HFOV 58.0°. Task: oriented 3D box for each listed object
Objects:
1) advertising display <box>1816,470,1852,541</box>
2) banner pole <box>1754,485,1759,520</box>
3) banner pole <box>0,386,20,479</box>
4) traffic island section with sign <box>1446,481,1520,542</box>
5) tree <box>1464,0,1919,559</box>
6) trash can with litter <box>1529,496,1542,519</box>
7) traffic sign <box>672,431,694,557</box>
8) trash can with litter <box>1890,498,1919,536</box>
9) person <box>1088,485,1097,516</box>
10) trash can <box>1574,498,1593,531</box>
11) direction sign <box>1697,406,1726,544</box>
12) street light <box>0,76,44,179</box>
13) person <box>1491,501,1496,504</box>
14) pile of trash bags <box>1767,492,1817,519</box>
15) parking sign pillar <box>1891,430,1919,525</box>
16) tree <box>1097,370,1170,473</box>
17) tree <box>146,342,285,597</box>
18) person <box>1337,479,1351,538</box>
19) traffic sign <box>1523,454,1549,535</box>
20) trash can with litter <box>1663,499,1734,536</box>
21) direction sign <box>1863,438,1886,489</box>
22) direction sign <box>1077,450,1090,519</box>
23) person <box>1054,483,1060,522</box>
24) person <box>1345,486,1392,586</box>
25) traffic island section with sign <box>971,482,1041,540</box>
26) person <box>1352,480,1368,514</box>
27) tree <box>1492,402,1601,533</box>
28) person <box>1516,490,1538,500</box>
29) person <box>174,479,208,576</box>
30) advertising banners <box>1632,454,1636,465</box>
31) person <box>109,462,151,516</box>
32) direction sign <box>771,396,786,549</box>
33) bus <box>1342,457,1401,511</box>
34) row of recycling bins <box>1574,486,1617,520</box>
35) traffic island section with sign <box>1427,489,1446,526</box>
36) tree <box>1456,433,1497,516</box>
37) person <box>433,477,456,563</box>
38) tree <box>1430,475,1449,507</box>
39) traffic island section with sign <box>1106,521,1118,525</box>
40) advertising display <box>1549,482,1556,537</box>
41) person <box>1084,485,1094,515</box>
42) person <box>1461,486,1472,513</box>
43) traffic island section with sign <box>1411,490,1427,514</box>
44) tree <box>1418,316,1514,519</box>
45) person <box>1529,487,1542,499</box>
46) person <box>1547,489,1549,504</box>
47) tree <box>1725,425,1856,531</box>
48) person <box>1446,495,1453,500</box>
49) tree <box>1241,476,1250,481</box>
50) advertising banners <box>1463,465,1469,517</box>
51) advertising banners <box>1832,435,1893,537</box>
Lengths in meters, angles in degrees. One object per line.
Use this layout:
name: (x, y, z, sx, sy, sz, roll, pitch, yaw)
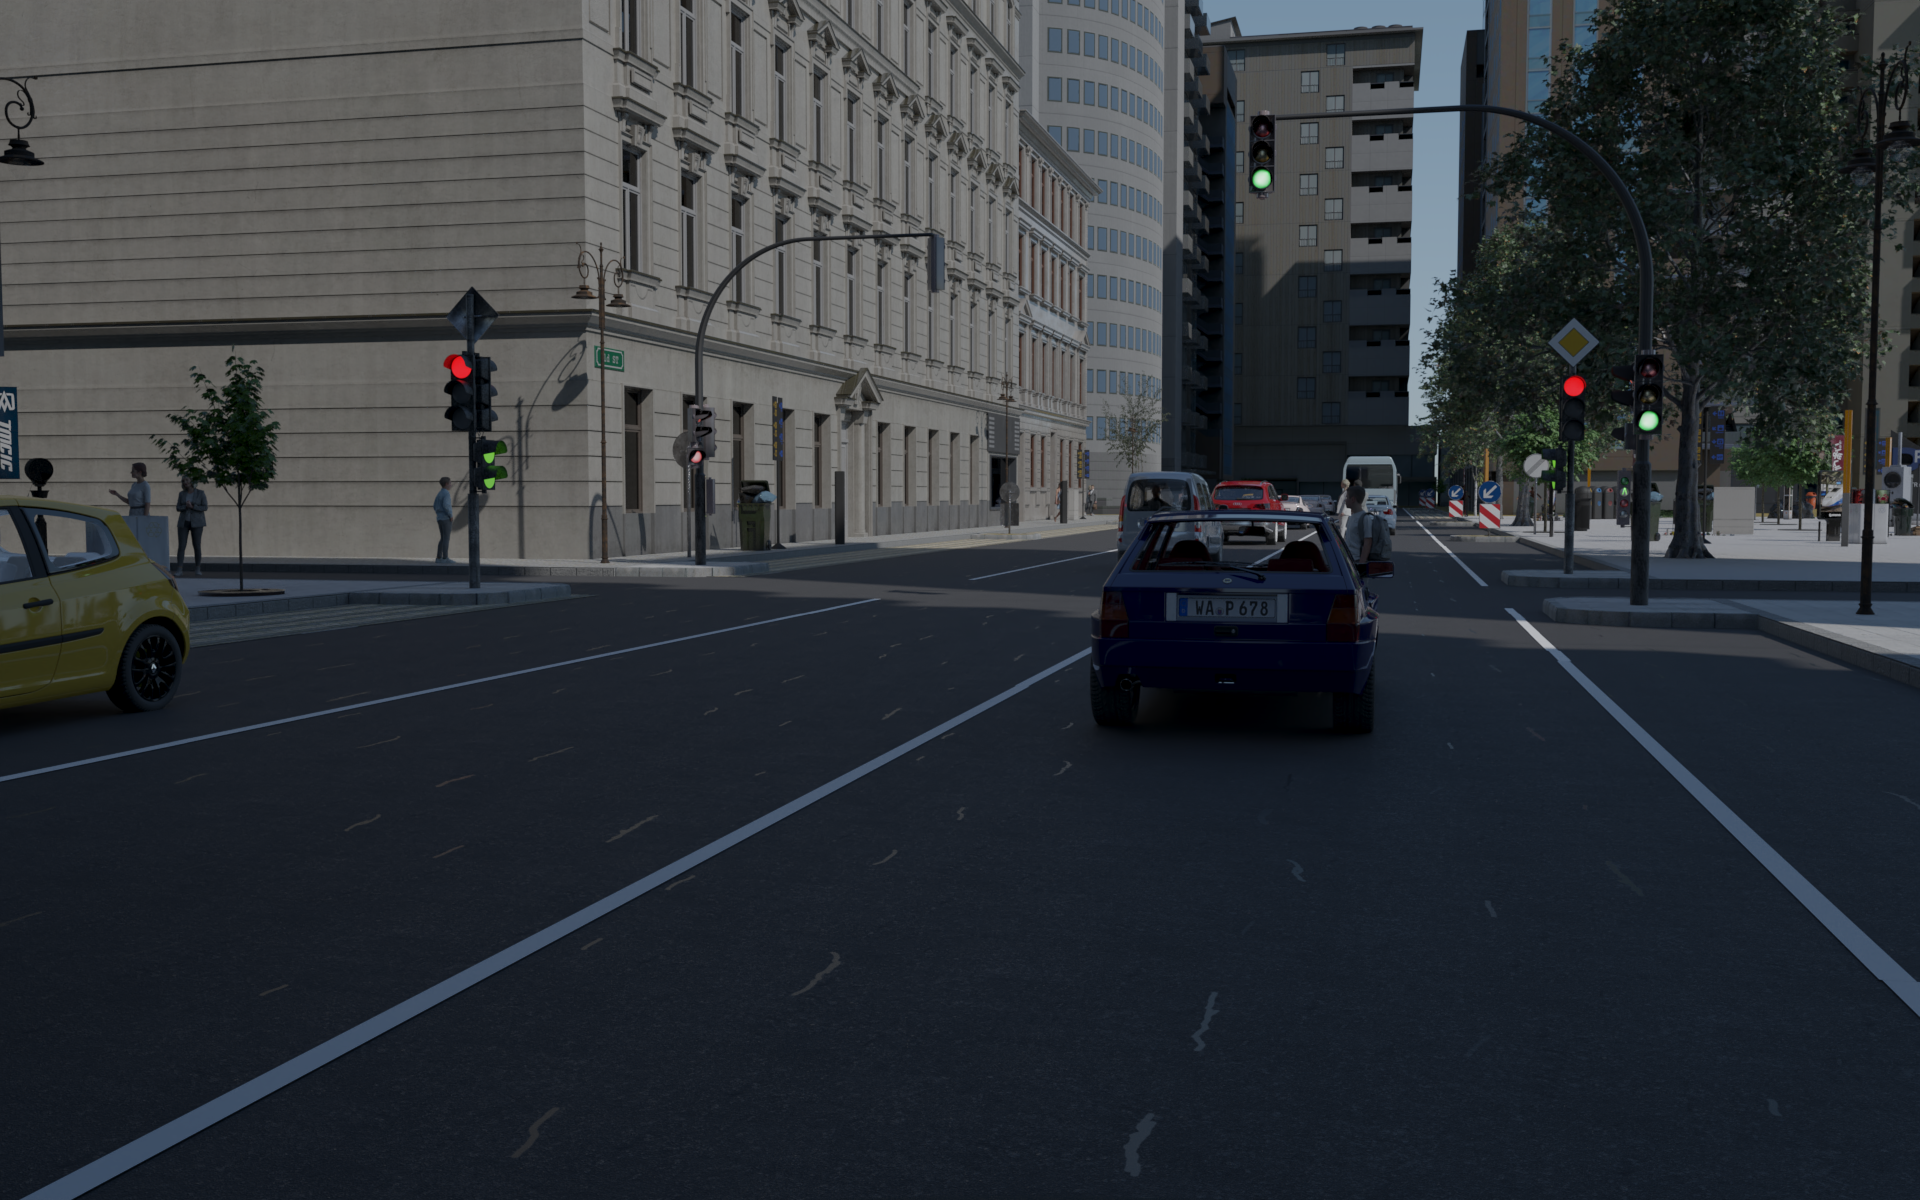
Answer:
advertising display: (23.718, -2.556, 47.000, 0.974, 1.923, 0.123, -1, 4, -11)
banner pole: (39.127, -5.807, 84.958, 0.401, 3.779, 0.863, 3, 5, 44)
banner pole: (-19.686, -2.778, 35.444, 0.863, 3.779, 0.401, -1, 4, -16)
traffic island section with sign: (15.968, -2.697, 52.725, 1.989, 1.847, 2.006, 1, 4, 14)
tree: (14.533, -7.176, 34.330, 9.611, 12.733, 9.660, 0, 3, 0)
trash can with litter: (29.937, -4.828, 90.324, 0.624, 1.170, 1.055, -1, 4, -22)
traffic sign: (-5.502, -2.141, 35.111, 0.768, 2.556, 0.104, 1, 4, 21)
trash can with litter: (29.092, -2.558, 53.214, 1.055, 1.170, 0.624, -2, 4, -24)
person: (7.808, -5.888, 102.272, 0.622, 1.834, 0.822, 1, 4, 20)
trash can: (21.502, -2.956, 59.988, 0.748, 1.137, 0.748, 0, 3, 0)
direction sign: (19.238, -3.224, 44.705, 0.876, 3.537, 0.379, 2, 4, 27)
street light: (-10.163, -2.755, 17.829, 0.468, 5.910, 1.993, 1, 4, 14)
person: (28.398, -5.274, 92.370, 0.391, 1.810, 0.635, -1, 4, -9)
pile of trash bags: (43.862, -4.950, 90.686, 3.447, 1.369, 1.912, -3, 5, -39)
parking sign pillar: (39.518, -5.124, 72.255, 1.447, 3.967, 1.447, 2, 4, 24)
tree: (10.338, -9.293, 102.309, 4.360, 8.622, 3.978, 0, 3, 0)
tree: (-9.182, -1.685, 22.149, 1.663, 3.219, 1.824, 0, 3, 0)
person: (10.750, -2.435, 48.196, 0.818, 1.842, 0.514, -2, 4, -25)
traffic sign: (18.232, -3.349, 54.863, 0.768, 2.556, 0.104, 1, 4, 19)
trash can with litter: (22.747, -2.599, 53.554, 2.233, 1.210, 1.678, 1, 4, 23)
direction sign: (37.054, -4.784, 70.221, 0.876, 3.537, 0.379, 0, 4, 7)
direction sign: (6.279, -5.892, 88.330, 0.876, 3.537, 0.379, -3, 5, -41)
person: (4.499, -4.430, 78.560, 0.616, 1.811, 0.778, -3, 5, -41)
person: (3.776, -0.321, 16.337, 0.523, 1.515, 0.503, -3, 4, -37)
traffic island section with sign: (1.526, -2.847, 55.184, 1.989, 1.847, 2.006, 1, 4, 14)
person: (10.330, -2.222, 45.013, 0.511, 1.800, 0.466, -3, 5, -40)
tree: (19.472, -4.522, 57.644, 4.285, 4.588, 4.351, 0, 3, 0)
person: (34.127, -6.011, 104.262, 1.348, 1.831, 0.705, 0, 4, -1)
person: (-13.552, -1.337, 30.541, 0.537, 1.800, 0.526, 0, 4, -1)
advertising banners: (20.322, -3.410, 51.933, 0.090, 3.025, 2.074, 1, 4, 14)
person: (-12.333, -1.176, 25.840, 0.480, 1.755, 0.524, 2, 4, 31)
direction sign: (-4.256, -2.964, 40.461, 0.379, 3.537, 0.876, 0, 4, 8)
bus: (21.764, -5.914, 91.555, 2.948, 3.499, 13.247, 1, 4, 14)
row of recycling bins: (32.488, -4.952, 88.081, 3.534, 1.692, 1.069, -2, 4, -33)
traffic island section with sign: (22.447, -4.298, 78.893, 1.989, 1.847, 2.006, 1, 4, 14)
tree: (30.363, -9.212, 100.973, 4.737, 8.622, 4.395, 0, 3, 0)
person: (-9.558, -1.486, 32.158, 0.330, 1.601, 0.589, -2, 4, -31)
tree: (48.711, -11.052, 175.305, 1.663, 3.219, 1.824, 0, 3, 0)
traffic island section with sign: (7.993, -4.448, 81.355, 1.989, 1.847, 2.006, 1, 4, 14)
advertising display: (17.767, -2.859, 51.958, 0.123, 1.923, 0.974, 2, 4, 23)
person: (7.749, -5.962, 103.701, 0.728, 1.800, 0.709, 1, 4, 10)
person: (33.361, -6.650, 114.726, 1.348, 1.831, 0.705, -2, 4, -33)
traffic island section with sign: (34.280, -7.226, 126.769, 1.989, 1.847, 2.006, 1, 4, 14)
tree: (27.149, -10.399, 88.146, 7.486, 12.596, 7.792, 0, 3, 0)
person: (33.542, -5.794, 101.600, 1.217, 1.723, 0.721, 0, 4, 5)
person: (32.016, -5.347, 94.054, 0.643, 1.750, 0.593, 0, 4, -7)
tree: (29.696, -4.738, 61.182, 4.285, 4.588, 4.351, 0, 3, 0)
person: (37.917, -7.720, 132.989, 1.217, 1.743, 0.721, 1, 4, 23)
tree: (29.290, -11.223, 178.102, 1.663, 3.219, 1.824, 0, 3, 0)
advertising banners: (28.551, -6.212, 97.753, 0.090, 3.025, 2.074, 1, 4, 10)
advertising banners: (26.592, -3.362, 51.164, 2.074, 3.025, 0.090, 0, 4, -6)
